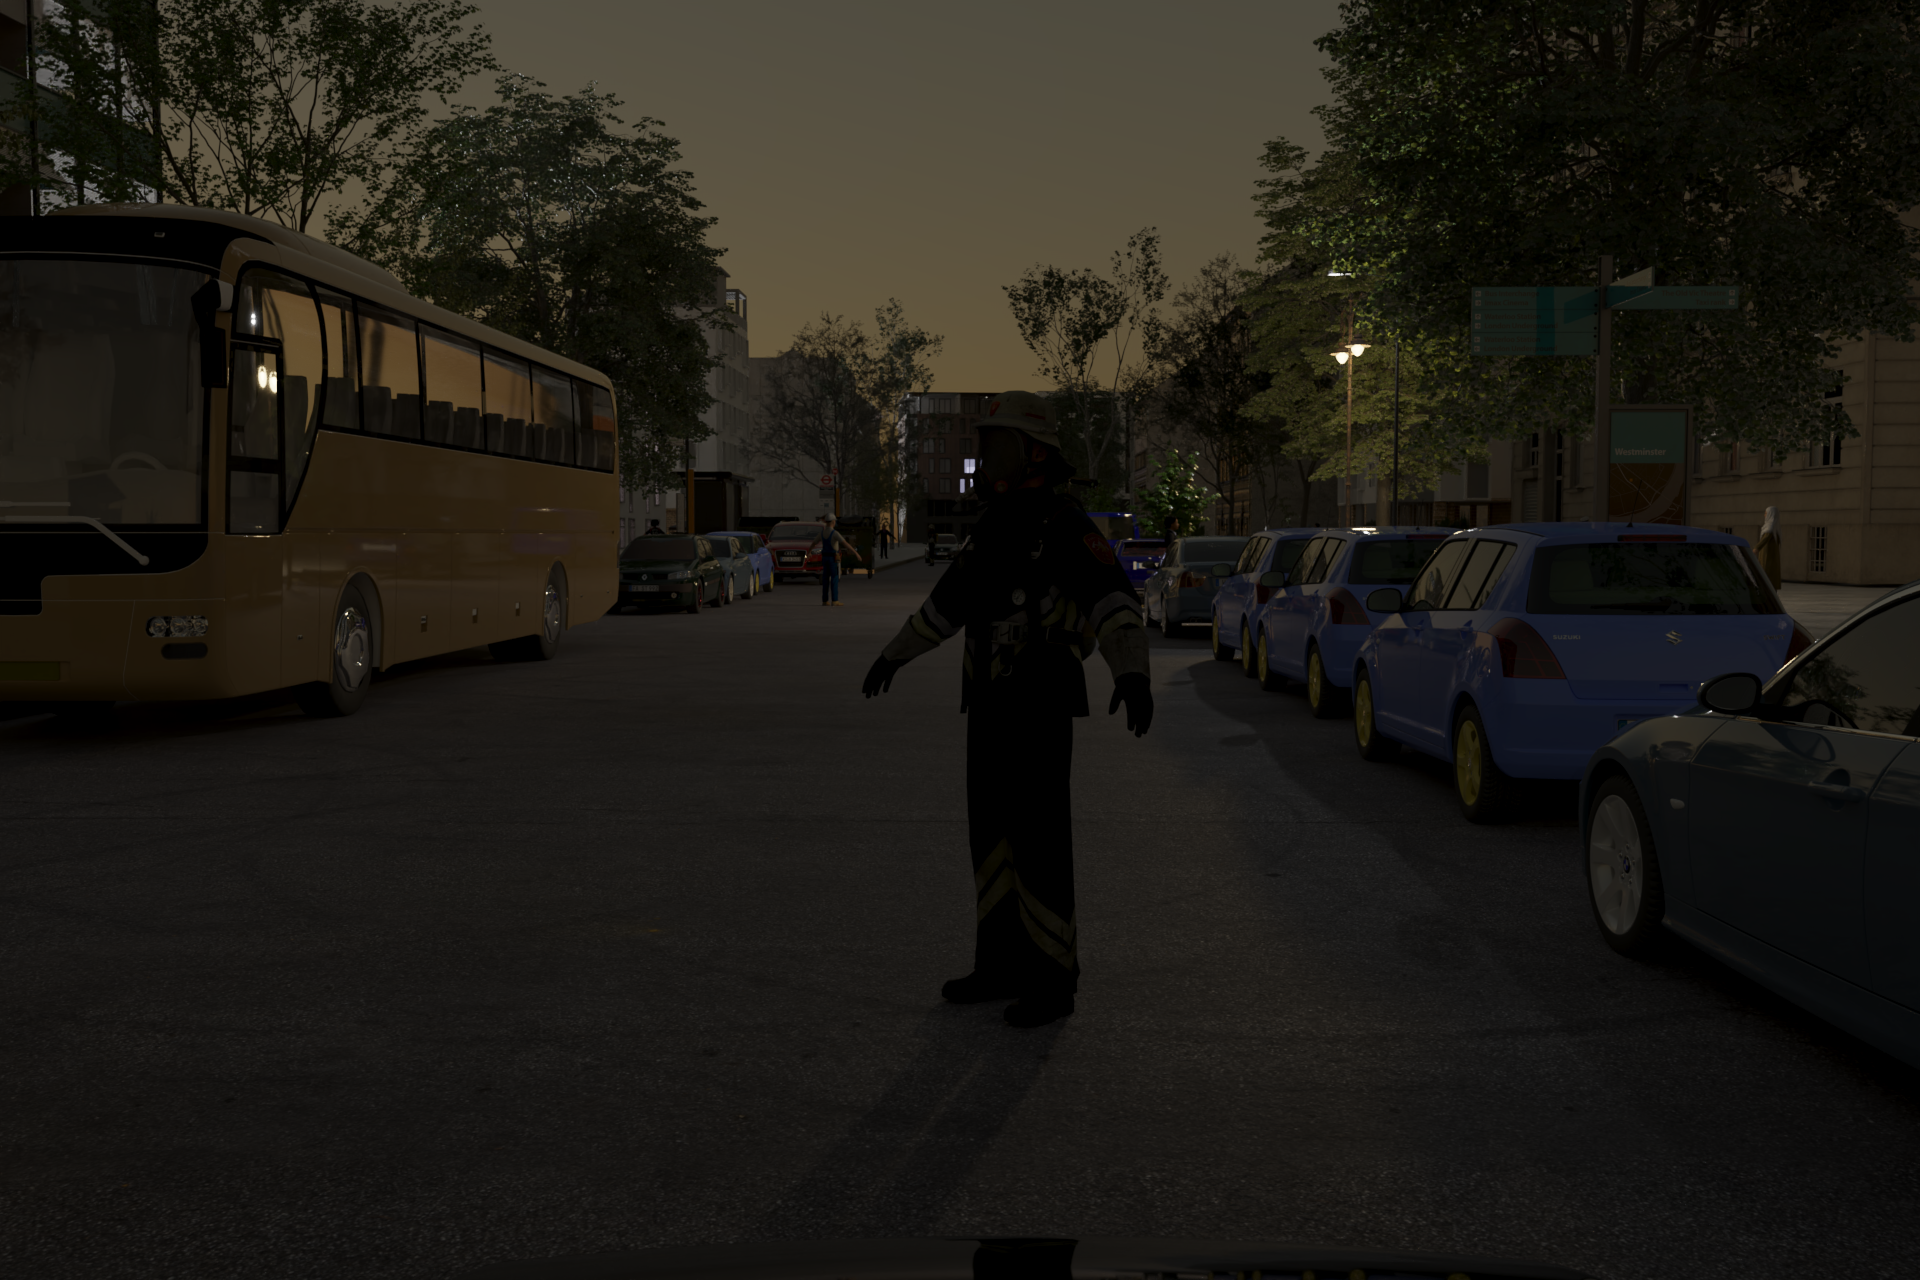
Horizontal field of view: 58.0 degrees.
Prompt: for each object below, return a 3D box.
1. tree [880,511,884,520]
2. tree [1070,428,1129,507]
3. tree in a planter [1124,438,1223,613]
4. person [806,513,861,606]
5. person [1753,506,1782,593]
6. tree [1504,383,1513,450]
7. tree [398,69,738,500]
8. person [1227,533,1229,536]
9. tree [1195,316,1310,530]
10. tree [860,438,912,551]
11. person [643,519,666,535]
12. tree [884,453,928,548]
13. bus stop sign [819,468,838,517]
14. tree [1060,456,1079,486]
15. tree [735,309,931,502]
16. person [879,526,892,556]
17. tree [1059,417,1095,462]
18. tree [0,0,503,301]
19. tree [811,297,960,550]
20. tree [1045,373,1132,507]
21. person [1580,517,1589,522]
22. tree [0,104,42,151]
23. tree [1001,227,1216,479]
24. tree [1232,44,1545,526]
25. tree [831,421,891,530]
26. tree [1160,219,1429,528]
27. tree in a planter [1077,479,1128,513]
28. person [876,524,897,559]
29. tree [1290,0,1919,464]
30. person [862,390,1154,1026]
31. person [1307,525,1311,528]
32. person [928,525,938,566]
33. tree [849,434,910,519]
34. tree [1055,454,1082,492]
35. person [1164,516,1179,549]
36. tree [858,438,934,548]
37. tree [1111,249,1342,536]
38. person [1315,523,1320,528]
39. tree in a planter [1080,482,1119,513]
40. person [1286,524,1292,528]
[{"bbox_3d":[-14.458,-19.921,260.112,7.601,10.594,8.767,0,4,7],"label":"tree"},{"bbox_3d":[8.958,-10.220,117.467,4.360,8.622,3.978,0,3,0],"label":"tree"},{"bbox_3d":[3.952,-2.145,32.294,1.991,3.239,1.994,0,4,1],"label":"tree in a planter"},{"bbox_3d":[-2.570,-1.608,34.605,1.347,1.847,0.705,2,4,33],"label":"person"},{"bbox_3d":[13.286,-1.334,28.591,0.721,1.736,1.217,3,4,38],"label":"person"},{"bbox_3d":[29.343,-10.260,78.119,12.009,13.543,11.850,0,3,0],"label":"tree"},{"bbox_3d":[-10.764,-8.609,47.411,9.857,13.997,8.962,0,3,0],"label":"tree"},{"bbox_3d":[14.385,-5.271,92.314,0.704,1.812,1.346,-1,4,-11],"label":"person"},{"bbox_3d":[10.507,-6.585,58.033,4.360,8.622,3.978,0,3,0],"label":"tree"},{"bbox_3d":[-5.893,-10.961,129.568,4.737,8.622,4.395,0,3,0],"label":"tree"},{"bbox_3d":[-11.130,-3.490,63.207,1.345,1.843,0.704,-1,4,-13],"label":"person"},{"bbox_3d":[-5.550,-12.500,154.736,4.360,8.622,3.978,0,3,0],"label":"tree"},{"bbox_3d":[-5.283,-4.994,70.353,0.855,3.939,0.416,0,4,2],"label":"bus stop sign"},{"bbox_3d":[10.116,-12.380,152.770,4.737,8.622,4.395,0,3,0],"label":"tree"},{"bbox_3d":[-6.752,-11.258,94.434,12.009,13.543,11.850,0,3,0],"label":"tree"},{"bbox_3d":[-4.492,-5.811,100.984,1.349,1.833,0.705,2,4,29],"label":"person"},{"bbox_3d":[10.684,-15.312,168.474,7.486,12.596,7.792,0,3,0],"label":"tree"},{"bbox_3d":[-11.870,-6.307,28.873,9.928,11.665,9.643,0,3,0],"label":"tree"},{"bbox_3d":[-6.365,-17.468,141.485,12.611,20.169,13.585,0,3,0],"label":"tree"},{"bbox_3d":[9.168,-14.104,137.262,9.857,13.997,8.962,0,3,0],"label":"tree"},{"bbox_3d":[17.666,-2.595,48.885,1.216,1.778,0.721,3,5,43],"label":"person"},{"bbox_3d":[-12.276,-4.171,18.562,4.737,8.622,4.395,0,3,0],"label":"tree"},{"bbox_3d":[9.272,-15.348,106.822,12.611,20.169,13.585,0,3,0],"label":"tree"},{"bbox_3d":[10.076,-7.492,40.625,7.486,12.596,7.792,0,3,0],"label":"tree"},{"bbox_3d":[-6.374,-9.947,112.996,4.360,8.622,3.978,0,3,0],"label":"tree"},{"bbox_3d":[10.062,-7.118,50.798,8.767,10.594,7.601,0,4,7],"label":"tree"},{"bbox_3d":[4.550,-3.590,55.913,1.991,3.239,1.994,0,4,1],"label":"tree in a planter"},{"bbox_3d":[-3.912,-5.085,89.364,1.346,1.802,0.704,-1,4,-15],"label":"person"},{"bbox_3d":[9.062,-7.106,22.832,9.857,13.997,8.962,0,3,0],"label":"tree"},{"bbox_3d":[0.159,0.187,5.185,0.705,1.856,1.354,-2,4,-35],"label":"person"},{"bbox_3d":[19.979,-5.700,99.326,0.704,1.817,1.347,-1,4,-17],"label":"person"},{"bbox_3d":[-1.296,-4.227,77.355,0.705,1.856,1.354,0,4,-1],"label":"person"},{"bbox_3d":[-6.236,-10.374,119.984,4.360,8.622,3.978,0,3,0],"label":"tree"},{"bbox_3d":[9.443,-12.031,147.066,4.360,8.622,3.978,0,3,0],"label":"tree"},{"bbox_3d":[3.663,-1.230,29.281,0.721,1.740,1.216,0,4,2],"label":"person"},{"bbox_3d":[-6.060,-13.976,162.926,7.601,10.594,8.767,-1,4,-16],"label":"tree"},{"bbox_3d":[11.798,-10.111,75.677,12.009,13.543,11.850,0,3,0],"label":"tree"},{"bbox_3d":[17.029,-4.680,82.709,0.705,1.806,1.347,3,4,37],"label":"person"},{"bbox_3d":[4.608,-3.811,59.525,1.991,3.239,1.994,0,4,1],"label":"tree in a planter"},{"bbox_3d":[18.522,-5.614,97.560,0.705,1.858,1.354,3,5,40],"label":"person"}]
